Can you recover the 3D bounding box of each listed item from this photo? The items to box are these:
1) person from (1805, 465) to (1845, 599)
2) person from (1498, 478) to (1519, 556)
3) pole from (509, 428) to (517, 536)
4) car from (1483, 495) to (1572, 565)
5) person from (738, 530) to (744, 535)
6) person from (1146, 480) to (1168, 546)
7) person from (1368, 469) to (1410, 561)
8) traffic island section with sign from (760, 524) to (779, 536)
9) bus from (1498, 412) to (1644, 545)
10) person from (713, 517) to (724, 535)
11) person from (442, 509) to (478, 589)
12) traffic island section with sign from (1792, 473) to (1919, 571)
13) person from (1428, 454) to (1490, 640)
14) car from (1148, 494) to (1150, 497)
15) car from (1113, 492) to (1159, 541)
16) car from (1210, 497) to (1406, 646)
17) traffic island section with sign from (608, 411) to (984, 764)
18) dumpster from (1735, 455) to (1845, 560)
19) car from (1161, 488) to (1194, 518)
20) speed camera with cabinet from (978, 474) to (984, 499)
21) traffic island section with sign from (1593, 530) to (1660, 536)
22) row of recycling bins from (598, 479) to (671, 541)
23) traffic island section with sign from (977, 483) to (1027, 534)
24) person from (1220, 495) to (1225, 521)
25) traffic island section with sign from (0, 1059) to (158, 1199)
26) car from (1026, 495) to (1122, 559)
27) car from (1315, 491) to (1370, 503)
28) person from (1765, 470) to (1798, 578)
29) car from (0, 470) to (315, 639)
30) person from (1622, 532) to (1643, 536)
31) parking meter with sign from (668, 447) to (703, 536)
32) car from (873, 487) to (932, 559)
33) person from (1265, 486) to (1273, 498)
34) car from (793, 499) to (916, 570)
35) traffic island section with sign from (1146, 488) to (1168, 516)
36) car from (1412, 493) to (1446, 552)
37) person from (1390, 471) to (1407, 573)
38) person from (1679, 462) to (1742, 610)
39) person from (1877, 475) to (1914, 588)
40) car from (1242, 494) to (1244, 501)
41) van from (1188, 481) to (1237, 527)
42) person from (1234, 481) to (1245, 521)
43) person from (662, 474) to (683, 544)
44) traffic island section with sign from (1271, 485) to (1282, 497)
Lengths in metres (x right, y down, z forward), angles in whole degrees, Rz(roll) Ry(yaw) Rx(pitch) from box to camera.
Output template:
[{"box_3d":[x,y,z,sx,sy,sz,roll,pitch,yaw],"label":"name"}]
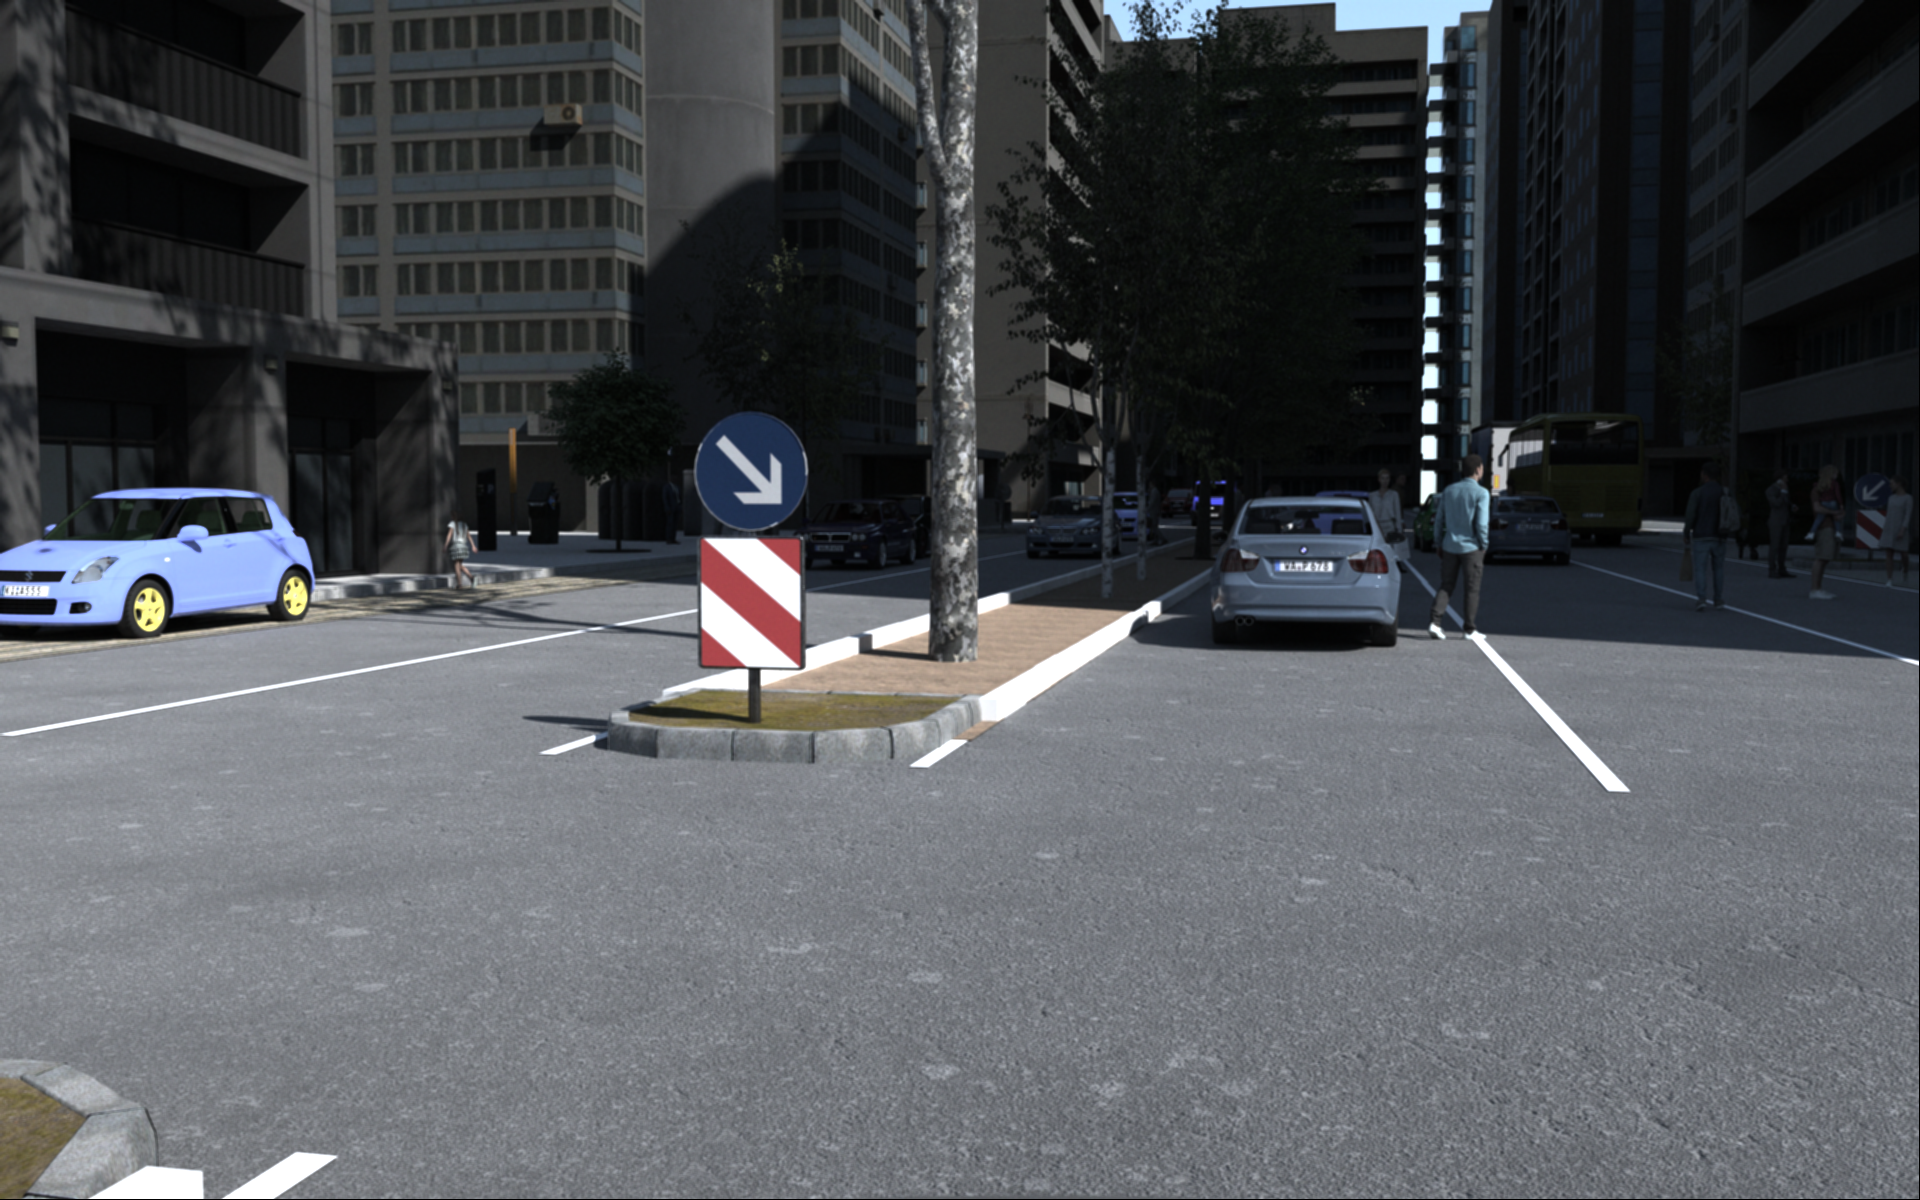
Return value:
[{"box_3d":[11.850,-0.932,23.708,0.573,1.828,0.580,0,3,0],"label":"person"},{"box_3d":[12.771,-1.932,40.185,0.616,1.811,0.778,2,4,28],"label":"person"},{"box_3d":[-13.829,-3.654,53.594,0.158,3.312,0.155,0,3,0],"label":"pole"},{"box_3d":[11.759,-1.493,36.405,2.014,1.417,4.499,1,4,13],"label":"car"},{"box_3d":[-6.344,-2.541,51.829,0.590,1.304,0.306,0,4,-5],"label":"person"},{"box_3d":[5.366,-2.407,47.975,0.853,1.813,0.709,1,4,12],"label":"person"},{"box_3d":[5.924,-0.929,24.041,0.624,1.780,0.694,-3,5,-43],"label":"person"},{"box_3d":[-4.285,-1.722,36.780,1.989,1.847,2.006,1,4,12],"label":"traffic island section with sign"},{"box_3d":[18.026,-3.671,51.562,2.896,3.916,12.252,1,4,13],"label":"bus"},{"box_3d":[-6.120,-2.315,43.990,0.391,1.810,0.635,2,4,25],"label":"person"},{"box_3d":[-7.508,-0.761,25.955,0.382,1.210,0.505,2,4,31],"label":"person"},{"box_3d":[17.194,-1.508,33.280,1.989,1.847,2.006,1,4,12],"label":"traffic island section with sign"},{"box_3d":[4.903,-0.522,17.057,0.620,1.820,0.660,-3,5,-41],"label":"person"},{"box_3d":[11.001,-5.948,106.845,1.945,1.707,3.694,1,4,13],"label":"car"},{"box_3d":[5.279,-2.736,54.322,1.945,1.707,3.694,1,4,11],"label":"car"},{"box_3d":[3.537,-0.348,17.700,2.014,1.417,4.499,1,4,12],"label":"car"},{"box_3d":[-1.019,-0.127,10.210,2.006,1.907,1.989,1,4,12],"label":"traffic island section with sign"},{"box_3d":[17.929,-1.992,37.526,1.985,2.255,1.502,1,4,11],"label":"dumpster"},{"box_3d":[13.299,-5.819,103.818,2.281,1.827,5.304,1,4,14],"label":"car"},{"box_3d":[0.920,-5.369,82.126,0.660,3.252,2.038,0,4,-8],"label":"speed camera with cabinet"},{"box_3d":[23.148,-3.160,60.287,1.989,1.847,2.006,1,4,12],"label":"traffic island section with sign"},{"box_3d":[-9.074,-2.517,48.272,1.069,1.692,3.534,-3,4,-37],"label":"row of recycling bins"},{"box_3d":[1.519,-3.332,63.105,1.989,1.847,2.006,1,4,12],"label":"traffic island section with sign"},{"box_3d":[8.184,-2.698,52.712,0.767,1.812,0.694,2,4,34],"label":"person"},{"box_3d":[-2.626,0.315,2.979,2.006,1.907,1.989,1,4,12],"label":"traffic island section with sign"},{"box_3d":[2.684,-1.706,39.890,2.014,1.417,4.499,1,4,12],"label":"car"},{"box_3d":[7.877,-1.588,35.547,1.945,1.707,3.694,1,4,14],"label":"car"},{"box_3d":[14.035,-1.297,29.505,0.655,1.846,0.447,-2,4,-35],"label":"person"},{"box_3d":[-8.528,-0.533,18.304,1.945,1.707,3.694,1,4,13],"label":"car"},{"box_3d":[22.837,-3.088,58.856,0.748,1.841,0.638,1,4,15],"label":"person"},{"box_3d":[-8.076,-3.465,52.915,1.738,3.016,0.543,0,4,3],"label":"parking meter with sign"},{"box_3d":[-1.383,-1.822,39.584,2.009,1.686,4.222,1,4,11],"label":"car"},{"box_3d":[13.932,-4.245,78.026,0.853,1.813,0.709,-1,4,-21],"label":"person"},{"box_3d":[-2.046,-1.315,34.079,1.945,1.354,3.894,1,4,12],"label":"car"},{"box_3d":[12.464,-6.362,112.643,1.989,1.847,2.006,1,4,12],"label":"traffic island section with sign"},{"box_3d":[12.482,-2.140,43.791,1.959,1.807,4.718,1,4,11],"label":"car"},{"box_3d":[7.851,-1.397,31.248,0.836,1.842,0.656,-2,4,-34],"label":"person"},{"box_3d":[9.157,-0.782,21.274,0.794,1.824,0.713,2,4,26],"label":"person"},{"box_3d":[14.473,-1.070,26.752,0.466,1.731,0.760,3,4,38],"label":"person"},{"box_3d":[18.482,-6.188,111.392,2.015,1.641,3.980,1,4,11],"label":"car"},{"box_3d":[11.431,-4.463,77.353,2.240,2.365,5.245,1,4,12],"label":"van"},{"box_3d":[7.872,-2.469,49.143,0.850,1.792,0.678,0,4,1],"label":"person"},{"box_3d":[-7.391,-2.340,44.483,0.419,1.800,0.721,2,4,30],"label":"person"},{"box_3d":[15.177,-4.615,83.590,2.006,1.907,1.989,1,4,12],"label":"traffic island section with sign"}]
